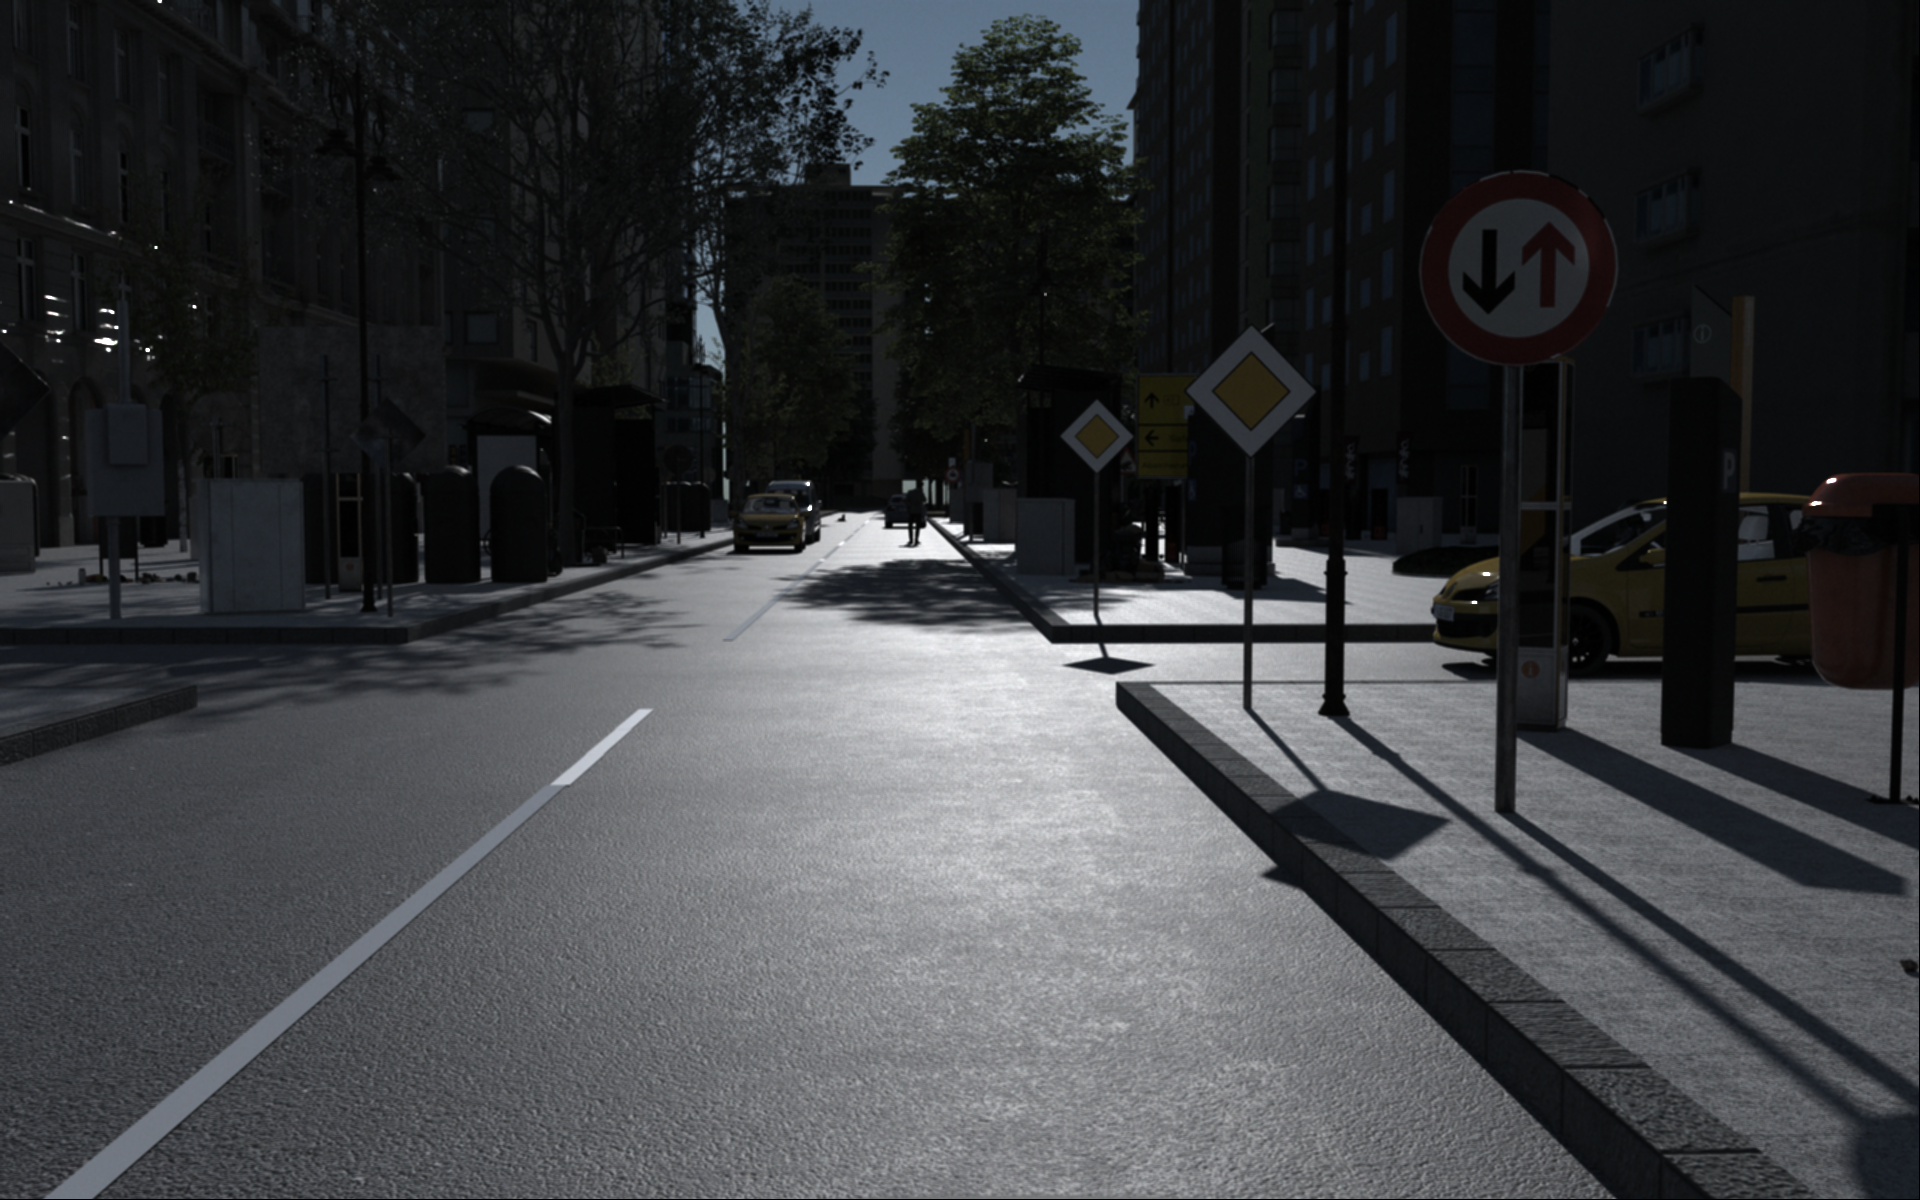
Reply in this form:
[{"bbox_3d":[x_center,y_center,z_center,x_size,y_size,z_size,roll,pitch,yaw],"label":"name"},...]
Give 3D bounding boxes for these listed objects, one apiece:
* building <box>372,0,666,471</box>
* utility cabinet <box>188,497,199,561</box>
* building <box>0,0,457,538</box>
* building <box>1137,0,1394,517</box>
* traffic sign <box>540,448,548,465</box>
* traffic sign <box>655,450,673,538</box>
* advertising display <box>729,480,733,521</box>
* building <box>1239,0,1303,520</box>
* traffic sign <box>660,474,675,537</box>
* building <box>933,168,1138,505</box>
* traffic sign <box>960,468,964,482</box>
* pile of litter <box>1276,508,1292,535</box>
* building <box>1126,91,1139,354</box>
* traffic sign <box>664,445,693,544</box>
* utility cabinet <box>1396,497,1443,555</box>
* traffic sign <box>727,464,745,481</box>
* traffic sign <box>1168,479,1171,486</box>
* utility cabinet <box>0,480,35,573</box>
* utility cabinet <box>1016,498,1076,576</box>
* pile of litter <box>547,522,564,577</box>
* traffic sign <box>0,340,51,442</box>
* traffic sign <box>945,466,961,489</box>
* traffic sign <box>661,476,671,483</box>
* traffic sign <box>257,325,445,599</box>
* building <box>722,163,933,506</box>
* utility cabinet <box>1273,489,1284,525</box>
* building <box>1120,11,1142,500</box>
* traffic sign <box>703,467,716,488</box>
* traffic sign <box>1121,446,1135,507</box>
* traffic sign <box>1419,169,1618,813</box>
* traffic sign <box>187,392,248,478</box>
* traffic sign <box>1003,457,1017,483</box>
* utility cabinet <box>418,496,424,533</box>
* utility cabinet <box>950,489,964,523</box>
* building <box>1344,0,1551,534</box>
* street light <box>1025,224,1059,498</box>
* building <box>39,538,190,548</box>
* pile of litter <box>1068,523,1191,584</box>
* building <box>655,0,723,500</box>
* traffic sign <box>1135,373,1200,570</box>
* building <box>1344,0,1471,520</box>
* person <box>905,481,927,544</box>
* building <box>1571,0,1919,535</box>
[{"bbox_3d":[-38.602,-33.644,139.321,27.495,52.752,28.713,0,4,-2],"label":"building"},{"bbox_3d":[-14.757,-1.380,33.721,0.306,1.237,1.020,-2,4,-33],"label":"utility cabinet"},{"bbox_3d":[-28.727,-13.735,66.359,13.314,21.916,24.055,0,4,-2],"label":"building"},{"bbox_3d":[19.957,-28.598,117.690,14.600,45.320,14.200,0,4,-2],"label":"building"},{"bbox_3d":[-11.496,-2.857,46.814,0.768,2.556,0.104,0,4,8],"label":"traffic sign"},{"bbox_3d":[-8.518,-3.054,50.033,0.768,2.556,0.104,0,4,0],"label":"traffic sign"},{"bbox_3d":[-10.857,-4.699,82.047,0.123,1.923,0.974,-1,4,-9],"label":"advertising display"},{"bbox_3d":[20.636,-24.466,83.610,14.154,41.232,14.086,0,4,-2],"label":"building"},{"bbox_3d":[-8.980,-3.176,51.928,0.884,2.594,0.081,0,4,4],"label":"traffic sign"},{"bbox_3d":[8.423,-31.550,207.726,23.993,40.220,32.217,0,4,-2],"label":"building"},{"bbox_3d":[0.353,-4.939,80.851,0.768,2.556,0.104,0,4,8],"label":"traffic sign"},{"bbox_3d":[10.569,-2.500,54.845,1.176,0.858,1.719,1,4,17],"label":"pile of litter"},{"bbox_3d":[35.197,-37.714,205.854,27.495,52.752,28.713,0,4,-2],"label":"building"},{"bbox_3d":[-7.243,-2.717,44.534,0.768,2.556,0.104,0,4,3],"label":"traffic sign"},{"bbox_3d":[9.615,-1.537,36.297,0.306,1.237,1.020,-2,4,-33],"label":"utility cabinet"},{"bbox_3d":[-9.443,-4.463,73.076,0.768,2.556,0.104,0,4,4],"label":"traffic sign"},{"bbox_3d":[5.490,-2.766,45.332,0.768,2.556,0.104,0,3,0],"label":"traffic sign"},{"bbox_3d":[-15.462,-1.162,27.670,1.173,1.500,0.318,-2,4,-29],"label":"utility cabinet"},{"bbox_3d":[1.368,-1.005,27.599,0.306,1.237,1.020,-3,5,-45],"label":"utility cabinet"},{"bbox_3d":[-6.792,-0.806,27.142,1.176,0.858,1.719,1,4,11],"label":"pile of litter"},{"bbox_3d":[-5.674,-0.393,10.063,0.795,2.450,0.064,0,4,-2],"label":"traffic sign"},{"bbox_3d":[-0.321,-4.856,79.503,0.768,2.556,0.104,0,4,7],"label":"traffic sign"},{"bbox_3d":[-13.260,-4.726,77.377,0.768,2.556,0.104,0,4,5],"label":"traffic sign"},{"bbox_3d":[-7.381,-1.659,21.000,2.265,3.308,0.079,0,4,3],"label":"traffic sign"},{"bbox_3d":[-15.773,-31.461,206.262,23.993,40.220,32.217,0,4,-2],"label":"building"},{"bbox_3d":[12.711,-3.817,71.083,1.173,1.500,0.318,3,5,41],"label":"utility cabinet"},{"bbox_3d":[22.653,-50.546,139.097,22.319,86.520,31.000,0,4,-2],"label":"building"},{"bbox_3d":[-11.731,-4.923,80.589,0.768,2.556,0.104,0,4,5],"label":"traffic sign"},{"bbox_3d":[4.519,-2.877,47.041,0.884,2.594,0.081,0,4,6],"label":"traffic sign"},{"bbox_3d":[2.202,-0.417,6.920,0.768,2.556,0.104,0,4,5],"label":"traffic sign"},{"bbox_3d":[-9.273,-1.317,21.639,0.768,2.556,0.104,0,4,1],"label":"traffic sign"},{"bbox_3d":[1.630,-3.633,59.499,0.768,2.556,0.104,0,4,3],"label":"traffic sign"},{"bbox_3d":[-17.926,-2.794,56.848,1.020,1.237,0.306,2,4,34],"label":"utility cabinet"},{"bbox_3d":[0.105,-4.158,76.657,1.173,1.500,0.318,3,4,36],"label":"utility cabinet"},{"bbox_3d":[20.684,-25.154,61.372,14.600,45.320,14.200,0,4,-2],"label":"building"},{"bbox_3d":[1.413,-3.500,30.009,0.468,5.910,1.993,0,4,-2],"label":"street light"},{"bbox_3d":[-27.538,-12.268,42.376,13.314,21.916,24.055,0,4,-2],"label":"building"},{"bbox_3d":[2.477,-0.687,25.196,1.719,0.858,1.176,1,4,21],"label":"pile of litter"},{"bbox_3d":[-43.350,-54.142,197.894,31.000,86.520,22.319,0,4,-2],"label":"building"},{"bbox_3d":[4.089,-2.160,29.184,2.265,3.308,0.079,0,4,3],"label":"traffic sign"},{"bbox_3d":[20.738,-27.730,103.502,14.600,45.320,14.200,0,4,-2],"label":"building"},{"bbox_3d":[-1.277,-2.507,49.673,0.592,1.802,0.473,1,4,20],"label":"person"},{"bbox_3d":[26.033,-25.492,40.500,21.600,48.544,21.300,0,4,-2],"label":"building"}]
